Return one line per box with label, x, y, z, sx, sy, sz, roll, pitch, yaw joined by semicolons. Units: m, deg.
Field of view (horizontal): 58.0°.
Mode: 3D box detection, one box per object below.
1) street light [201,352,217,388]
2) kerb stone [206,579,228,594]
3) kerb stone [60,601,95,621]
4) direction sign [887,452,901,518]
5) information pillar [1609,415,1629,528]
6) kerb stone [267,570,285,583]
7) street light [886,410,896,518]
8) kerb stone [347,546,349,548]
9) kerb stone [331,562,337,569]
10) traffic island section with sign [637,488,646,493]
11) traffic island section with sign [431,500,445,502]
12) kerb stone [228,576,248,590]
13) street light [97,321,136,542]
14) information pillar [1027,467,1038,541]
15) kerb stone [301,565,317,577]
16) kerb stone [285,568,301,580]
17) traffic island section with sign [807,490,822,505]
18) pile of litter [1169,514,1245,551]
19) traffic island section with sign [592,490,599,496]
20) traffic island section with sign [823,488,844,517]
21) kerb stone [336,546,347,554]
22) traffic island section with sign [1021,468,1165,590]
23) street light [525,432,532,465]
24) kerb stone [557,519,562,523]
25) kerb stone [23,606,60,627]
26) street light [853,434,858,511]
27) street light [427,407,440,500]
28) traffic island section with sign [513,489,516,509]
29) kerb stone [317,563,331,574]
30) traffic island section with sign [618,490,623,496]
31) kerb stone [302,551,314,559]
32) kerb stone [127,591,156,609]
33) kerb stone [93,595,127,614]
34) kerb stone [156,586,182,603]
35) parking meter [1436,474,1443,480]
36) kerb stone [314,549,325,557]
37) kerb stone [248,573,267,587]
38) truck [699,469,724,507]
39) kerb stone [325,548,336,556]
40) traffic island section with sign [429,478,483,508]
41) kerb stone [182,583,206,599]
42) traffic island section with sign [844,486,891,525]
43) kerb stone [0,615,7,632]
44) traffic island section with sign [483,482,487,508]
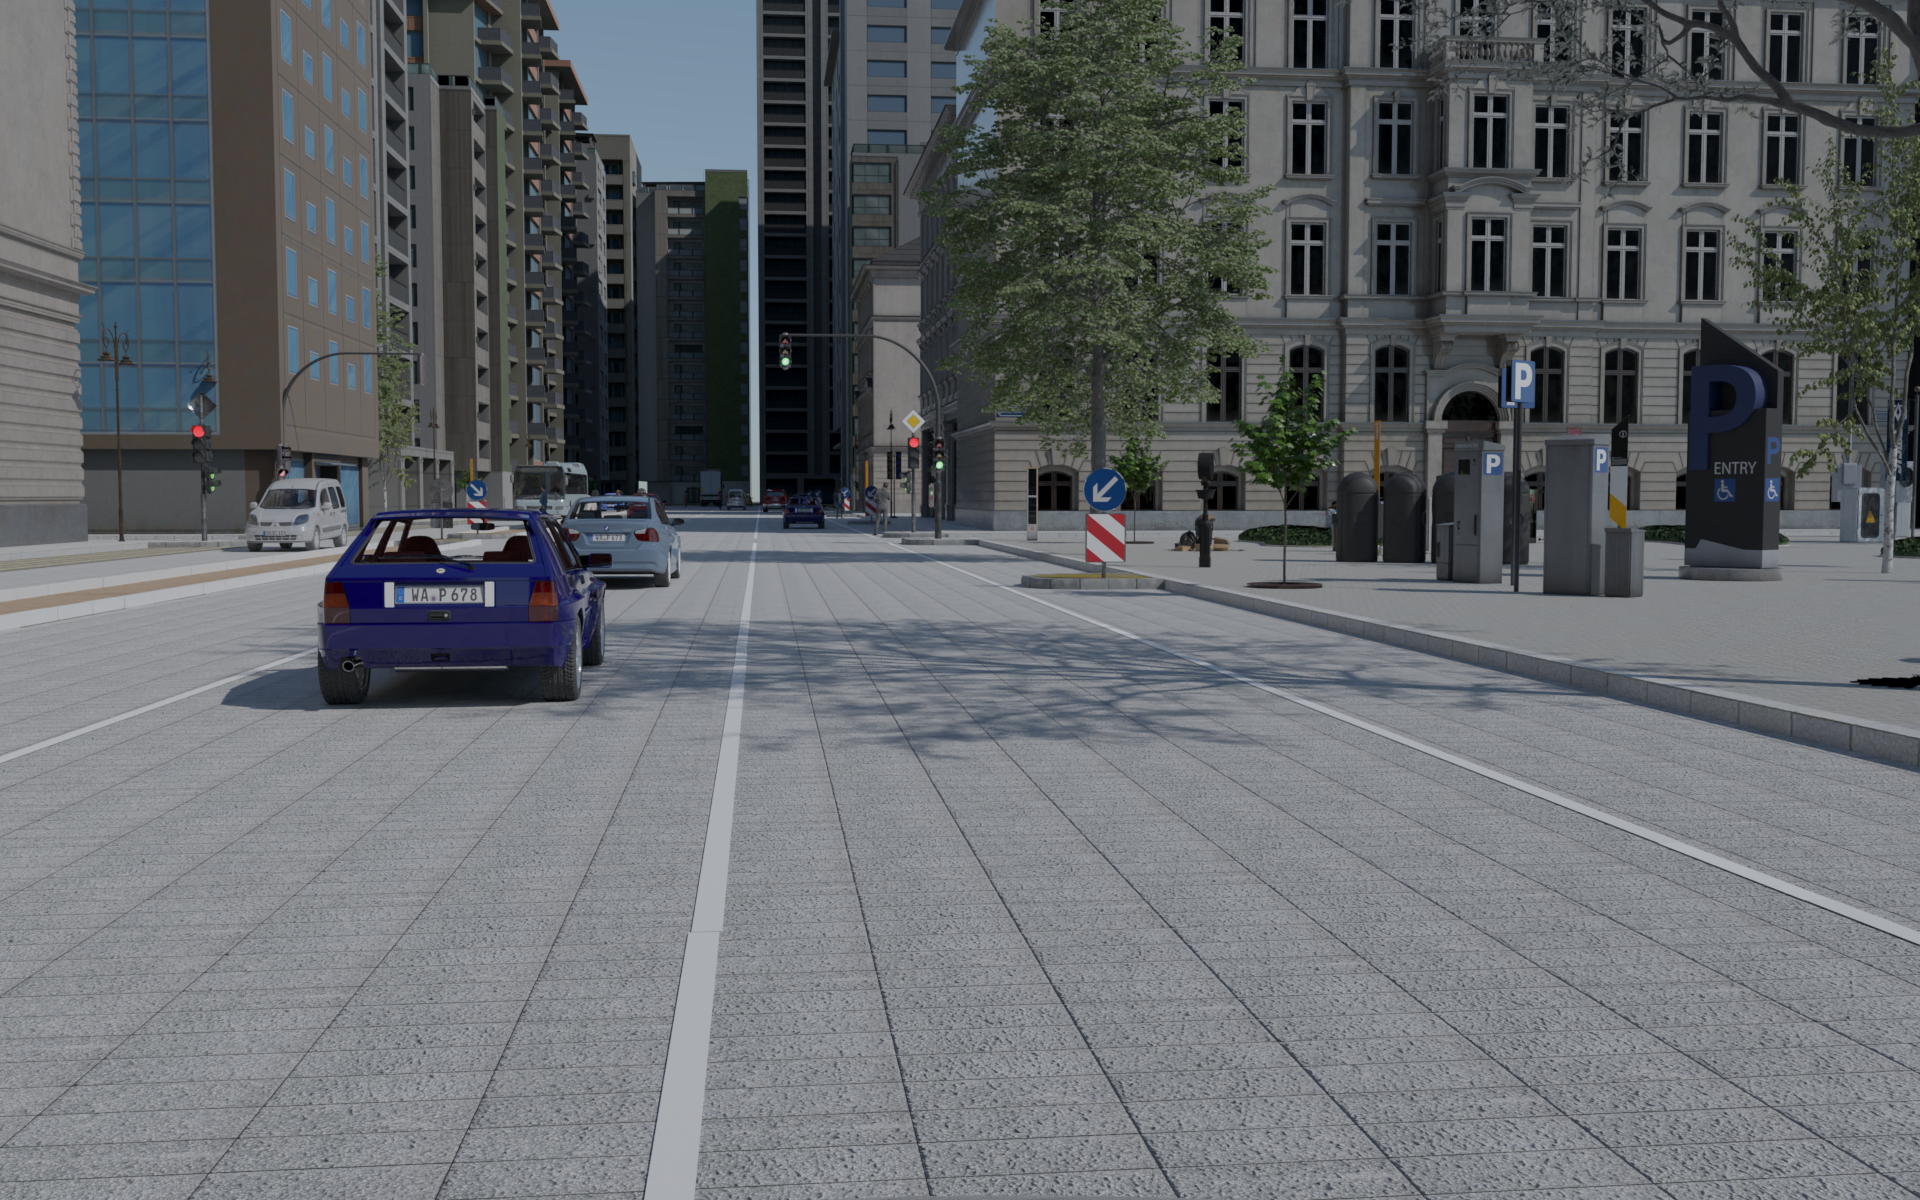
street light;-23.685;-5.046;55.287;0.468;5.910;1.993;0;4;-7
kerb stone;-10.878;-0.180;25.140;0.120;0.150;1.000;0;4;-7
kerb stone;-10.299;0.135;20.048;0.120;0.150;1.000;0;4;-7
direction sign;-3.508;-6.141;92.400;0.876;3.537;0.379;2;4;28
information pillar;19.677;-3.690;51.685;0.504;3.616;0.183;1;4;17
kerb stone;-11.232;-0.366;28.185;0.120;0.150;1.000;0;4;-7
street light;-3.740;-7.418;94.080;0.468;5.910;1.993;0;4;-7
kerb stone;-14.953;-1.225;42.225;0.120;0.150;1.000;0;4;-7
kerb stone;-11.703;-0.615;32.255;0.120;0.150;1.000;0;4;-7
traffic island section with sign;-24.020;-7.479;130.421;2.006;1.907;1.989;0;4;-7
traffic island section with sign;-24.137;-4.366;80.007;1.989;1.847;2.006;0;4;-7
kerb stone;-10.995;-0.242;26.155;0.120;0.150;1.000;0;4;-7
street light;-22.623;-4.512;46.566;0.468;5.910;1.993;0;4;-7
information pillar;1.990;-2.641;47.666;0.304;2.012;0.304;0;4;2
kerb stone;-11.459;-0.488;30.217;0.120;0.150;1.000;0;4;-7
kerb stone;-11.346;-0.428;29.201;0.120;0.150;1.000;0;4;-7
traffic island section with sign;-13.133;-9.185;158.797;1.989;1.847;2.006;0;4;-7
pile of litter;5.588;-1.534;39.052;1.719;0.858;1.176;1;4;13
traffic island section with sign;-32.920;-9.047;156.545;1.989;1.847;2.006;0;4;-7
traffic island section with sign;-7.416;-6.144;109.088;1.989;1.847;2.006;0;4;-7
kerb stone;-14.835;-1.163;41.210;0.120;0.150;1.000;0;4;-7
traffic island section with sign;1.997;-1.118;26.913;1.989;1.847;2.006;0;4;-7
street light;-32.137;-9.562;129.130;0.468;5.910;1.993;0;4;-7
kerb stone;-20.160;-3.998;87.564;0.120;0.150;1.000;0;4;-7
kerb stone;-10.184;0.193;19.032;0.120;0.150;1.000;0;4;-7
street light;-7.921;-9.727;131.819;0.468;5.910;1.993;0;4;-7
street light;-27.935;-7.295;92.062;0.468;5.910;1.993;0;4;-7
traffic island section with sign;-27.212;-6.004;106.787;1.989;1.847;2.006;0;4;-7
kerb stone;-11.575;-0.551;31.242;0.120;0.150;1.000;0;4;-7
traffic island section with sign;-36.003;-10.690;183.402;1.989;1.847;2.006;0;4;-7
kerb stone;-14.486;-0.975;38.162;0.120;0.150;1.000;0;4;-7
kerb stone;-10.521;0.007;22.085;0.120;0.150;1.000;0;4;-7
kerb stone;-10.413;0.069;21.064;0.120;0.150;1.000;0;4;-7
kerb stone;-10.643;-0.055;23.101;0.120;0.150;1.000;0;4;-7
parking meter;12.998;-2.501;46.607;0.399;1.863;0.255;0;4;-4
kerb stone;-14.606;-1.039;39.177;0.120;0.150;1.000;0;4;-7
kerb stone;-11.112;-0.304;27.170;0.120;0.150;1.000;0;4;-7
truck;-28.866;-12.984;201.205;2.839;4.237;11.283;0;4;-7
kerb stone;-14.717;-1.101;40.193;0.120;0.150;1.000;0;4;-7
traffic island section with sign;-14.608;-2.463;48.412;2.006;1.907;1.989;0;4;-7
kerb stone;-10.767;-0.118;24.124;0.120;0.150;1.000;0;4;-7
traffic island section with sign;-4.346;-4.503;82.259;1.989;1.847;2.006;0;4;-7
kerb stone;-10.054;0.255;18.019;0.120;0.150;1.000;0;4;-7
traffic island section with sign;-15.443;-2.913;55.772;2.006;1.907;1.989;0;4;-7
